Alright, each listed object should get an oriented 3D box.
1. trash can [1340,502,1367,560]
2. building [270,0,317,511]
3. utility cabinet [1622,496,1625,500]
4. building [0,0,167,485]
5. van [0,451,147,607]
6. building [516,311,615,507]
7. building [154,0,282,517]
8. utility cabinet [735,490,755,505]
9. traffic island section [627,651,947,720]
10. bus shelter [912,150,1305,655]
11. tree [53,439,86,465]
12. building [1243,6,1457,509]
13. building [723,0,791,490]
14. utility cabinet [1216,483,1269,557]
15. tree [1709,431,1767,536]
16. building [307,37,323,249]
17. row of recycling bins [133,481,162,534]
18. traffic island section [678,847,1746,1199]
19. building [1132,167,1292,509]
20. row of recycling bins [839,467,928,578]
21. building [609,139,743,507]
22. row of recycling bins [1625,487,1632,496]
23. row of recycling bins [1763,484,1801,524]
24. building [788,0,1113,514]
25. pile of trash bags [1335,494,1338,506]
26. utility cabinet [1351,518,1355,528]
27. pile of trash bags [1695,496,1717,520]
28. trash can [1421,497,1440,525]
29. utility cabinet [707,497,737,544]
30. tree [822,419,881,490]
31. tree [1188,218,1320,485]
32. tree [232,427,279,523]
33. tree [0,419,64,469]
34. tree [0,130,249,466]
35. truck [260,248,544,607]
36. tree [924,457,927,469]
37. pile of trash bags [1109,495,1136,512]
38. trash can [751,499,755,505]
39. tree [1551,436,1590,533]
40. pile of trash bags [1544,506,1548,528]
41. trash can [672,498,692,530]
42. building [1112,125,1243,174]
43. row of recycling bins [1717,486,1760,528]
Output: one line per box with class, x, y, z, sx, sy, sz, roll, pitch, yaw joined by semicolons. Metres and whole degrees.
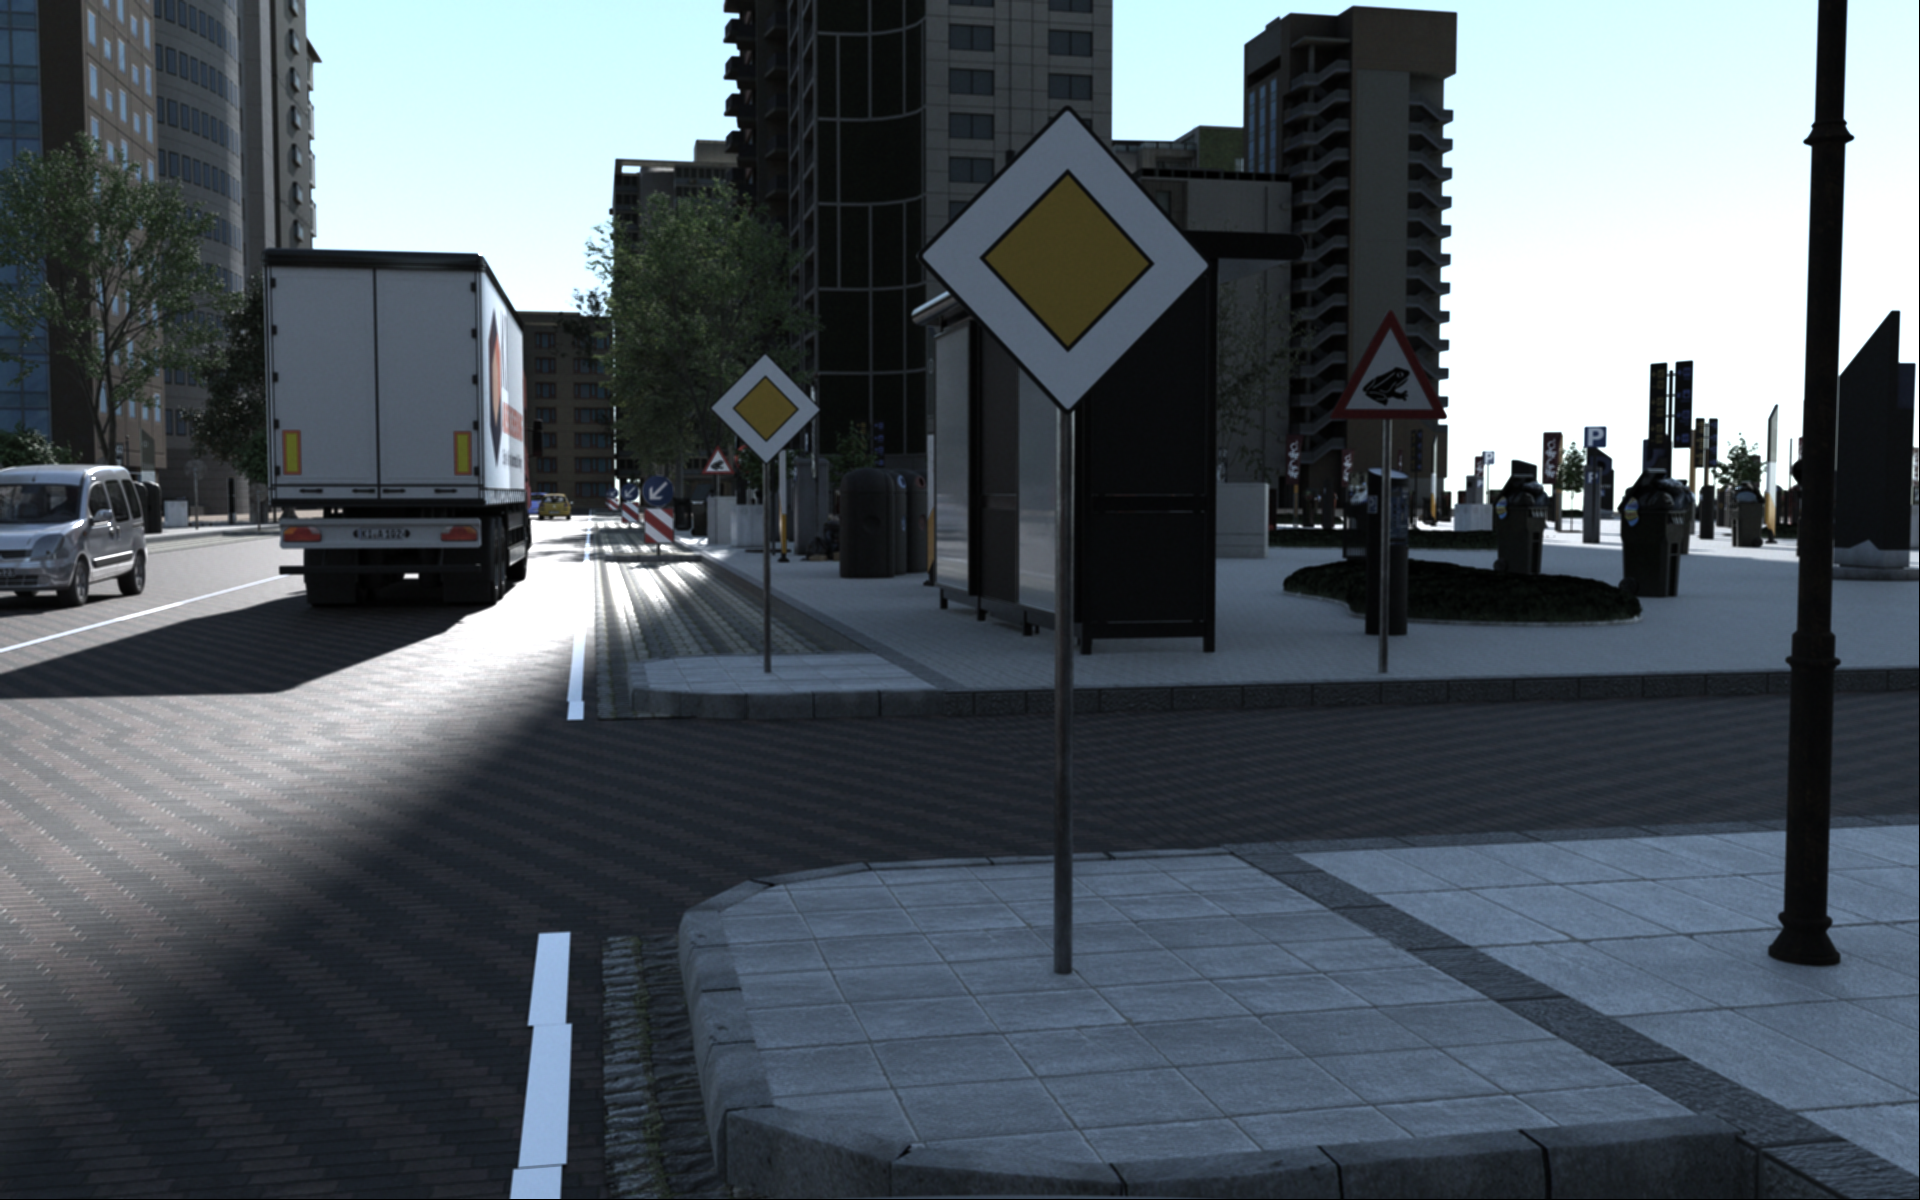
trash can;7.611;-1.307;33.020;0.748;1.137;0.748;0;3;0
building;-63.193;-31.242;134.515;21.600;48.544;21.300;-1;4;-12
utility cabinet;28.633;-3.878;74.559;0.306;1.237;1.020;1;4;20
building;-49.346;-26.699;86.640;14.600;45.320;14.200;-1;4;-12
van;-12.255;-0.991;23.211;2.013;2.044;4.112;-1;4;-11
building;-52.148;-20.883;186.471;28.899;21.520;27.650;-1;4;-12
building;-56.115;-34.550;106.892;21.231;58.520;28.212;-1;4;-12
utility cabinet;-10.502;-4.676;85.128;1.173;1.500;0.318;2;4;32
traffic island section;-1.366;0.600;12.478;2.009;0.180;2.903;-1;4;-12
bus shelter;0.854;-2.469;17.993;2.179;5.291;8.768;-1;4;-12
tree;-31.517;-4.075;61.231;1.663;3.219;1.824;0;3;0
building;34.976;-31.074;158.169;14.200;45.320;14.600;-1;4;-12
building;-7.698;-29.796;141.789;22.147;44.769;28.867;-1;4;-12
utility cabinet;5.597;-1.599;34.823;1.173;1.500;0.318;2;4;26
tree;23.910;-3.594;53.361;1.663;3.219;1.824;0;3;0
building;-80.030;-36.120;179.800;27.495;52.752;28.713;-1;4;-12
row of recycling bins;-26.741;-2.946;55.276;1.069;1.692;3.534;1;4;10
traffic island section;0.295;1.077;4.667;2.009;0.180;2.903;-1;4;-12
building;20.819;-23.575;157.153;14.107;30.474;14.160;-1;4;-12
row of recycling bins;-1.095;-1.274;27.950;1.069;1.692;3.534;1;4;16
building;-26.595;-30.642;192.872;23.993;40.220;32.217;-1;4;-12
row of recycling bins;37.176;-5.385;95.160;1.069;1.692;3.534;2;4;27
row of recycling bins;35.193;-4.088;73.958;3.534;1.692;1.069;2;4;28
building;-2.478;-41.504;116.846;20.563;71.187;20.611;-1;4;-12
pile of trash bags;20.758;-4.926;90.299;3.447;1.369;1.912;0;4;1
utility cabinet;13.013;-2.721;55.647;0.306;1.237;1.020;-3;4;-38
pile of trash bags;38.184;-4.709;86.737;3.447;1.369;1.912;0;4;-2
trash can;19.851;-3.758;73.099;0.748;1.137;0.748;0;3;0
utility cabinet;-6.124;-2.041;44.539;0.306;1.237;1.020;2;4;23
tree;-2.897;-3.084;45.022;1.663;3.219;1.824;0;3;0
tree;7.096;-5.862;46.211;4.360;8.622;3.978;0;3;0
tree;-30.571;-5.724;77.299;4.285;4.588;4.351;0;3;0
tree;-41.086;-5.627;75.711;4.285;4.588;4.351;0;3;0
tree;-25.281;-7.662;51.036;9.928;11.665;9.643;0;3;0
truck;-7.785;-2.235;25.458;2.839;4.237;11.283;-1;4;-11
tree;-0.969;-5.081;77.672;1.663;3.219;1.824;0;3;0
pile of trash bags;4.255;-3.002;58.828;1.912;1.369;3.447;-3;5;-42
trash can;-6.221;-2.606;54.260;0.748;1.137;0.748;0;3;0
tree;20.656;-3.882;58.075;1.663;3.219;1.824;0;3;0
pile of trash bags;21.517;-3.447;66.108;1.912;1.369;3.447;2;4;25
trash can;-9.786;-3.029;61.177;0.748;1.137;0.748;0;3;0
building;22.747;-31.263;194.737;14.086;41.232;14.154;-1;4;-12
row of recycling bins;29.920;-3.646;66.724;1.069;1.692;3.534;1;4;16
